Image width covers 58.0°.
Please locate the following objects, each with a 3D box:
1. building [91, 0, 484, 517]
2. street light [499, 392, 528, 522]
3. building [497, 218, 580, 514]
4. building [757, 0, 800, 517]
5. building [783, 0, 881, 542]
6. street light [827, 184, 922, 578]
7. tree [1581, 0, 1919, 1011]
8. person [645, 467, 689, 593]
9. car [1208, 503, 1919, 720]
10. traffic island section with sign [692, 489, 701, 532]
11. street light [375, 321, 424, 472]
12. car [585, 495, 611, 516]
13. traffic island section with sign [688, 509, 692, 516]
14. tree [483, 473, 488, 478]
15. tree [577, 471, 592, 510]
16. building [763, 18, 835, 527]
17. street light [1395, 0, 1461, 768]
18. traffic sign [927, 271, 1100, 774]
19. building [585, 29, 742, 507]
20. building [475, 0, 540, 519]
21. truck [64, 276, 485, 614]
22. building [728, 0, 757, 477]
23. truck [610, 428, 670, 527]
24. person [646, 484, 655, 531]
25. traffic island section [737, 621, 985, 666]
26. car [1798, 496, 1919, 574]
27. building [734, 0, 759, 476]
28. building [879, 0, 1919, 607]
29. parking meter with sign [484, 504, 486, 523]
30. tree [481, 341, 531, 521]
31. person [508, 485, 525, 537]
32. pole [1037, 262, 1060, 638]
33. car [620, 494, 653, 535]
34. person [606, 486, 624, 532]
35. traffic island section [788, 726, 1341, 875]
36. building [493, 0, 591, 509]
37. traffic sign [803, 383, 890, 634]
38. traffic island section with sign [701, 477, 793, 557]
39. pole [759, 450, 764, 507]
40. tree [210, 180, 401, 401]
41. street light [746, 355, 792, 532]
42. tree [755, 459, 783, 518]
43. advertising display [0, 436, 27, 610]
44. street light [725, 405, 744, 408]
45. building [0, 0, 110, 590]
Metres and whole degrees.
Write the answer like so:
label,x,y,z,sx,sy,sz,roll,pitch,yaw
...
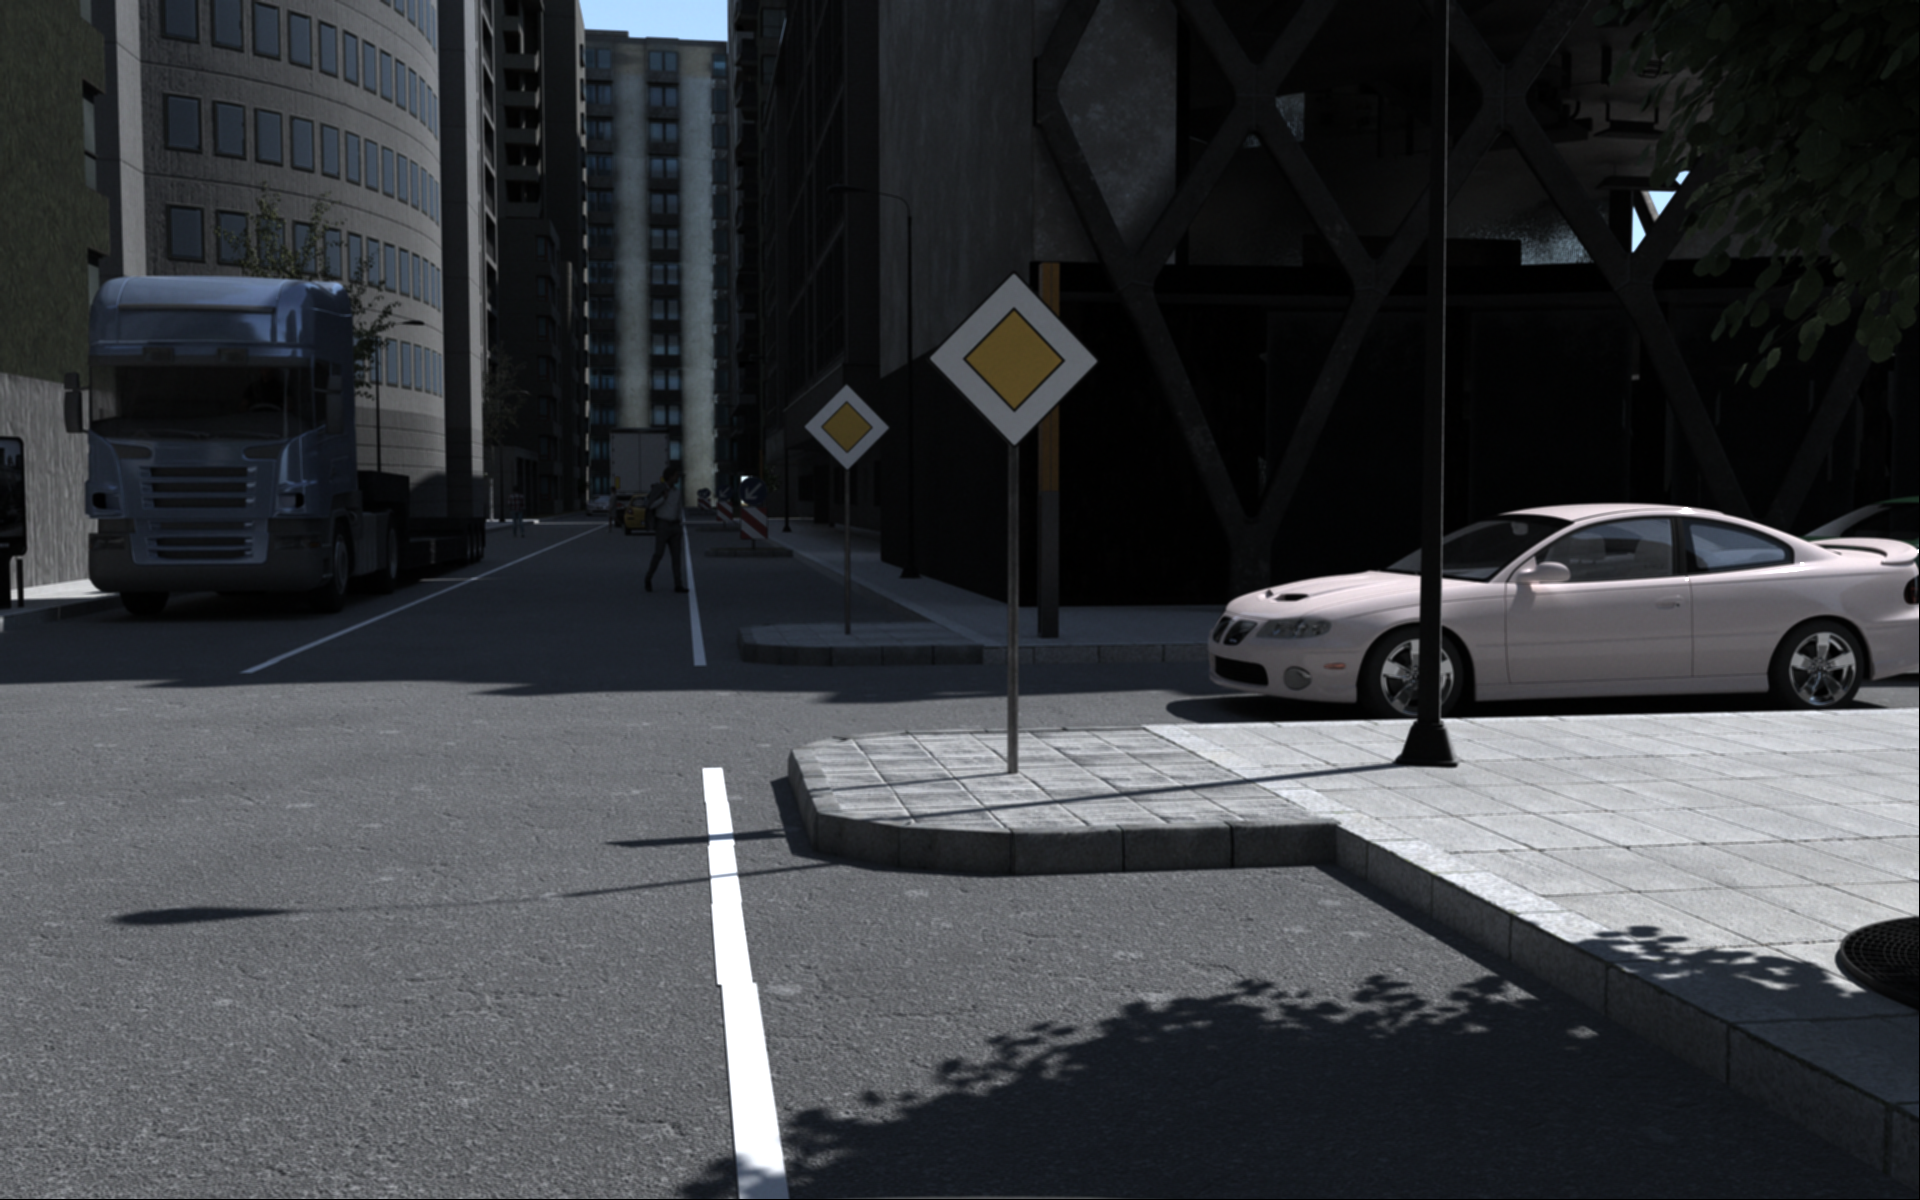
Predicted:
label,x,y,z,sx,sy,sz,roll,pitch,yaw
building,-28.556,-31.503,57.066,21.231,58.520,28.212,-1,4,-9
street light,-20.248,-6.482,78.525,1.470,5.913,1.316,-1,4,-9
building,-41.672,-16.894,121.253,27.650,21.520,28.899,-1,4,-9
building,-4.961,-20.248,102.749,14.160,30.474,14.107,-1,4,-9
building,2.758,-15.621,48.918,14.314,27.812,24.014,-1,4,-9
street light,-1.297,-3.285,26.244,1.470,5.913,1.316,-1,4,-9
tree,3.139,-1.264,4.380,4.285,4.588,4.351,0,3,0
person,-4.314,-1.020,25.280,0.850,1.850,0.679,3,4,38
car,4.072,0.037,11.761,4.827,1.381,2.083,-1,4,-11
traffic island section with sign,-9.204,-3.556,66.775,1.989,1.847,2.006,-1,4,-9
street light,-15.026,-4.518,46.410,1.470,5.913,1.316,-1,4,-9
car,-23.884,-6.294,115.264,2.083,1.381,4.827,-1,4,-10
traffic island section with sign,-17.192,-6.587,116.330,1.989,1.847,2.006,-1,4,-9
tree,-21.570,-4.941,75.383,1.663,3.219,1.824,0,3,0
tree,-30.839,-8.937,140.726,1.663,3.219,1.824,0,3,0
building,-0.748,-15.708,75.894,14.314,24.678,30.058,-1,4,-9
street light,1.707,-2.171,8.034,1.470,5.913,1.316,-1,4,-9
traffic sign,0.240,-0.260,7.901,0.795,2.450,0.064,-1,4,-9
building,-37.482,-34.375,181.642,30.456,49.044,23.786,-1,4,-9
building,-34.565,-40.202,95.557,20.563,71.187,20.611,-1,4,-9
truck,-9.830,-2.316,27.618,2.967,4.110,18.799,-1,4,-9
building,-6.538,-34.493,153.194,28.713,52.752,27.495,-1,4,-9
truck,-14.433,-5.497,78.782,2.839,4.237,11.283,-1,4,-9
person,-11.904,-3.563,66.769,0.660,1.820,0.620,0,4,3
traffic island section,-1.008,0.392,15.865,2.009,0.180,2.903,-1,4,-9
car,8.821,-0.151,14.264,4.920,1.459,2.131,-1,4,-11
building,-4.763,-28.723,124.251,22.147,44.769,28.867,-1,4,-9
building,8.069,-9.666,25.494,16.811,18.784,16.820,-1,4,-9
parking meter with sign,-22.064,-5.021,78.357,1.738,3.016,0.543,3,5,42
tree,-22.612,-8.080,82.475,4.360,8.622,3.978,0,3,0
person,-14.728,-2.949,57.560,0.563,1.720,0.643,-1,4,-18
pole,0.788,-1.319,15.406,0.158,3.312,0.155,0,3,0
car,-11.093,-3.151,61.745,2.015,1.641,3.980,-1,4,-10
person,-12.984,-3.412,65.040,0.466,1.731,0.760,3,5,42
traffic island section,0.262,0.875,7.981,2.009,0.180,2.903,-1,4,-9
building,-43.869,-32.279,151.456,21.600,48.544,21.300,-1,4,-9
traffic sign,-1.030,-0.743,15.784,0.795,2.450,0.064,-1,4,-9
traffic island section with sign,-4.925,-1.929,40.160,1.989,1.847,2.006,-1,4,-9
pole,-9.159,-5.270,80.007,0.158,3.312,0.155,0,3,0
tree,-15.838,-5.584,41.658,4.737,8.622,4.395,0,3,0
street light,-6.379,-5.240,58.215,1.470,5.913,1.316,-1,4,-9
tree,-10.420,-6.033,93.240,1.663,3.219,1.824,0,3,0
advertising display,-10.704,-0.854,19.181,0.123,1.923,0.974,0,4,6
street light,-11.516,-7.195,90.177,1.470,5.913,1.316,-1,4,-9
building,-19.251,-15.115,18.834,14.160,30.474,14.107,-1,4,-9
